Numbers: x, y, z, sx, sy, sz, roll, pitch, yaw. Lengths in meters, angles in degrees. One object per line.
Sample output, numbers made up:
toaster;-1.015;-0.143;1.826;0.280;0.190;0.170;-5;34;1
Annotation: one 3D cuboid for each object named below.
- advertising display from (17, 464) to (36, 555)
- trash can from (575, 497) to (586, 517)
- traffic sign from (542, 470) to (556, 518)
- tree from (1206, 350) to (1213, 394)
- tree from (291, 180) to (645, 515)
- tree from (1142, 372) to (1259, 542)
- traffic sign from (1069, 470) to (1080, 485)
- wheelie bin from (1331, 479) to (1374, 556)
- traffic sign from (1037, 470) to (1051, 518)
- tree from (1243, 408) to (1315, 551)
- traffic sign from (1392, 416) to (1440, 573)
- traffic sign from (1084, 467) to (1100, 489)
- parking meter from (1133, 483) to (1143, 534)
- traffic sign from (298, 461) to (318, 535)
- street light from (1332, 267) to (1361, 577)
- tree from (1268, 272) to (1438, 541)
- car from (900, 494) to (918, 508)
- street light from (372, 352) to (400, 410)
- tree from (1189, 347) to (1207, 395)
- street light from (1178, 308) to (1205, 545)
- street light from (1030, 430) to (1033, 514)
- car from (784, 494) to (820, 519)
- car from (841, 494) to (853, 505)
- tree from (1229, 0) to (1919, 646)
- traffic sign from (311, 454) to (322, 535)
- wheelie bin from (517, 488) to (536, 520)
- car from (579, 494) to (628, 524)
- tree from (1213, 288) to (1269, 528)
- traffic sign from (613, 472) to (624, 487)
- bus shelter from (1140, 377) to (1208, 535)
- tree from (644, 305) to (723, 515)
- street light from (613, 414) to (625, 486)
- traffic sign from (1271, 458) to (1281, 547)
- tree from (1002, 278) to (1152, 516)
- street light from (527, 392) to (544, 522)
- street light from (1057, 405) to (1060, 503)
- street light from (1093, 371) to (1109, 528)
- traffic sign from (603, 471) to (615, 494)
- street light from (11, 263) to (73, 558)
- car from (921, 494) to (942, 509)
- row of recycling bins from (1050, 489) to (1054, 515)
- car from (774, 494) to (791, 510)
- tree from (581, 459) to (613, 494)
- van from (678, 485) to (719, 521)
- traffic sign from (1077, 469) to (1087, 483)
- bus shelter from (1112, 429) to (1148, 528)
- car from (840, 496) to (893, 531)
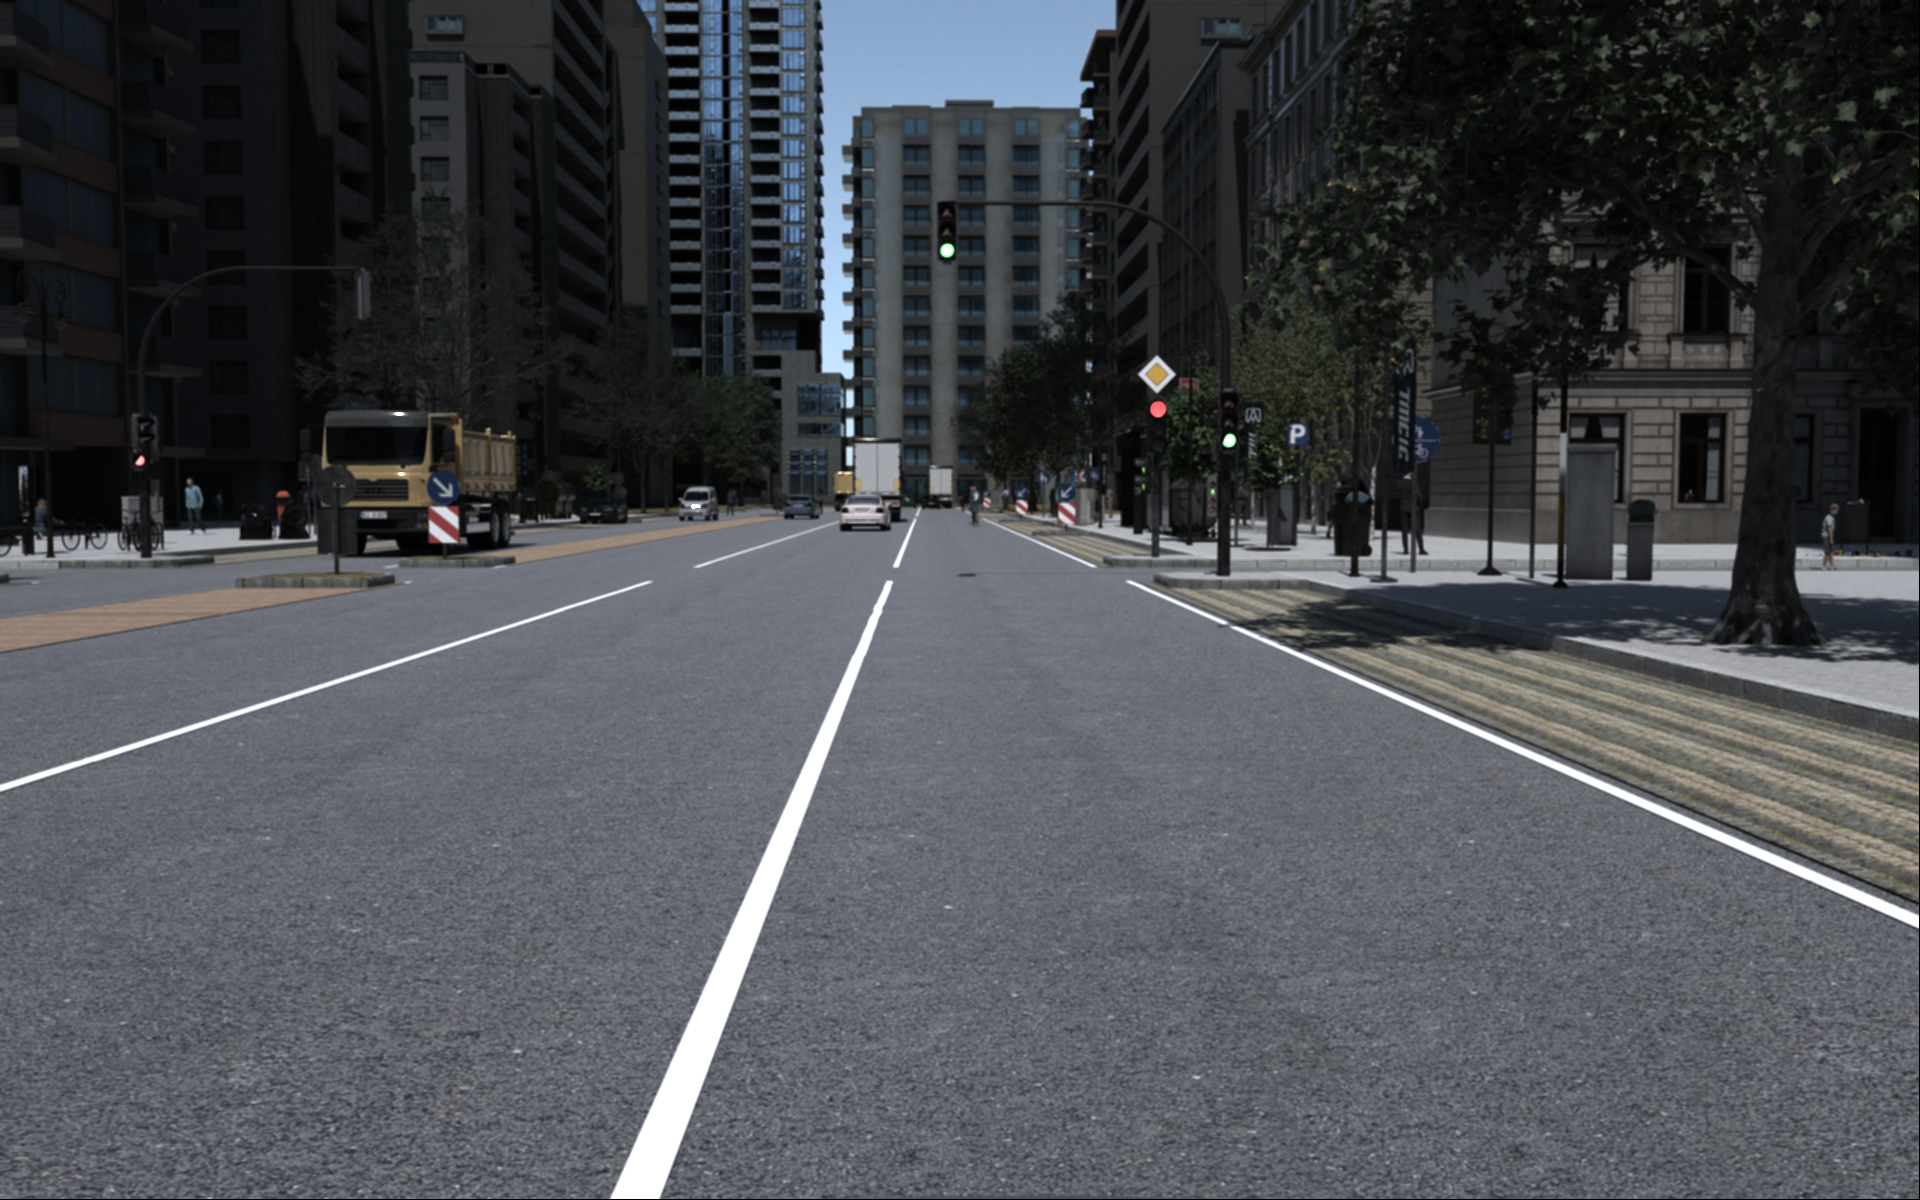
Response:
advertising display;-19.900;-1.940;36.935;0.123;1.923;0.974;-3;5;-40
trash can;-21.660;-5.336;98.889;0.748;1.137;0.748;0;3;0
traffic sign;-21.866;-5.630;92.149;0.768;2.556;0.104;0;4;1
tree;10.992;-6.698;59.878;4.737;8.622;4.395;0;3;0
tree;-20.119;-9.613;67.542;12.009;13.543;11.850;0;3;0
tree;6.511;-3.848;46.628;4.285;4.588;4.351;0;3;0
traffic sign;6.166;-5.592;91.530;0.768;2.556;0.104;0;4;5
wheelie bin;8.099;-1.703;35.760;0.693;1.594;0.980;-2;4;-30
traffic sign;4.515;-5.711;93.481;0.768;2.556;0.104;0;4;5
tree;6.926;-2.733;39.283;1.663;3.219;1.824;0;3;0
traffic sign;7.414;-1.722;28.262;0.768;2.556;0.104;0;3;0
traffic sign;6.208;-4.982;81.568;0.768;2.556;0.104;0;4;6
parking meter;5.696;-3.035;55.330;0.255;1.863;0.399;1;4;15
traffic sign;-20.264;-3.166;53.899;0.606;2.300;0.079;0;4;0
street light;6.131;-3.300;26.740;0.468;5.910;1.993;0;4;-1
tree;11.128;-5.912;47.024;4.737;8.622;4.395;0;3;0
car;-5.447;-10.248;179.346;2.131;1.459;4.920;0;4;-3
street light;-18.737;-5.128;56.639;0.468;5.910;1.993;0;4;-1
tree;10.767;-7.007;64.933;4.737;8.622;4.395;0;3;0
street light;5.765;-4.314;43.327;0.468;5.910;1.993;0;4;-1
street light;4.557;-8.379;109.785;0.468;5.910;1.993;0;4;-1
car;-9.204;-5.426;100.720;2.014;1.417;4.499;0;4;1
car;-8.439;-7.718;137.988;2.131;1.459;4.920;0;4;-2
tree;7.106;-5.972;14.648;9.611;12.733;9.660;0;3;0
traffic sign;-20.405;-3.343;54.757;0.768;2.556;0.104;0;4;2
wheelie bin;-21.211;-4.692;84.628;0.693;1.594;0.980;3;4;38
car;-17.191;-4.512;83.560;2.009;1.686;4.222;0;4;0
tree;10.946;-6.364;54.421;4.737;8.622;4.395;0;3;0
traffic sign;-19.347;-5.976;97.820;0.768;2.556;0.104;0;4;5
bus shelter;7.214;-4.866;57.190;2.179;5.291;8.768;0;4;-1
tree;-20.078;-12.133;108.751;12.009;13.543;11.850;0;3;0
street light;-19.655;-7.788;100.128;0.468;5.910;1.993;0;4;-1
traffic sign;7.626;-2.582;42.222;0.884;2.594;0.081;0;4;1
tree;5.402;-8.651;75.856;7.601;10.594;8.767;-1;4;-13
street light;-19.188;-6.458;78.383;0.468;5.910;1.993;0;4;-1
street light;5.019;-7.004;87.301;0.468;5.910;1.993;0;4;-1
street light;5.288;-5.644;65.072;0.468;5.910;1.993;0;4;-1
traffic sign;-19.671;-5.913;96.788;0.768;2.556;0.104;1;4;8
street light;-18.383;-3.795;34.834;0.468;5.910;1.993;0;4;-1
car;-2.741;-9.479;164.770;2.009;1.686;4.222;0;4;-1
row of recycling bins;6.228;-6.242;109.170;1.069;1.692;3.534;0;4;7
car;-15.928;-8.944;158.234;2.014;1.417;4.499;0;4;0
tree;-19.860;-6.162;95.343;1.663;3.219;1.824;0;3;0
van;-14.176;-5.319;93.979;2.013;2.044;4.112;0;4;1
traffic sign;6.291;-5.325;87.175;0.768;2.556;0.104;0;4;8
bus shelter;6.957;-4.556;65.770;1.731;3.624;6.357;0;4;-1
car;-3.738;-3.445;68.690;2.083;1.381;4.827;0;4;0
